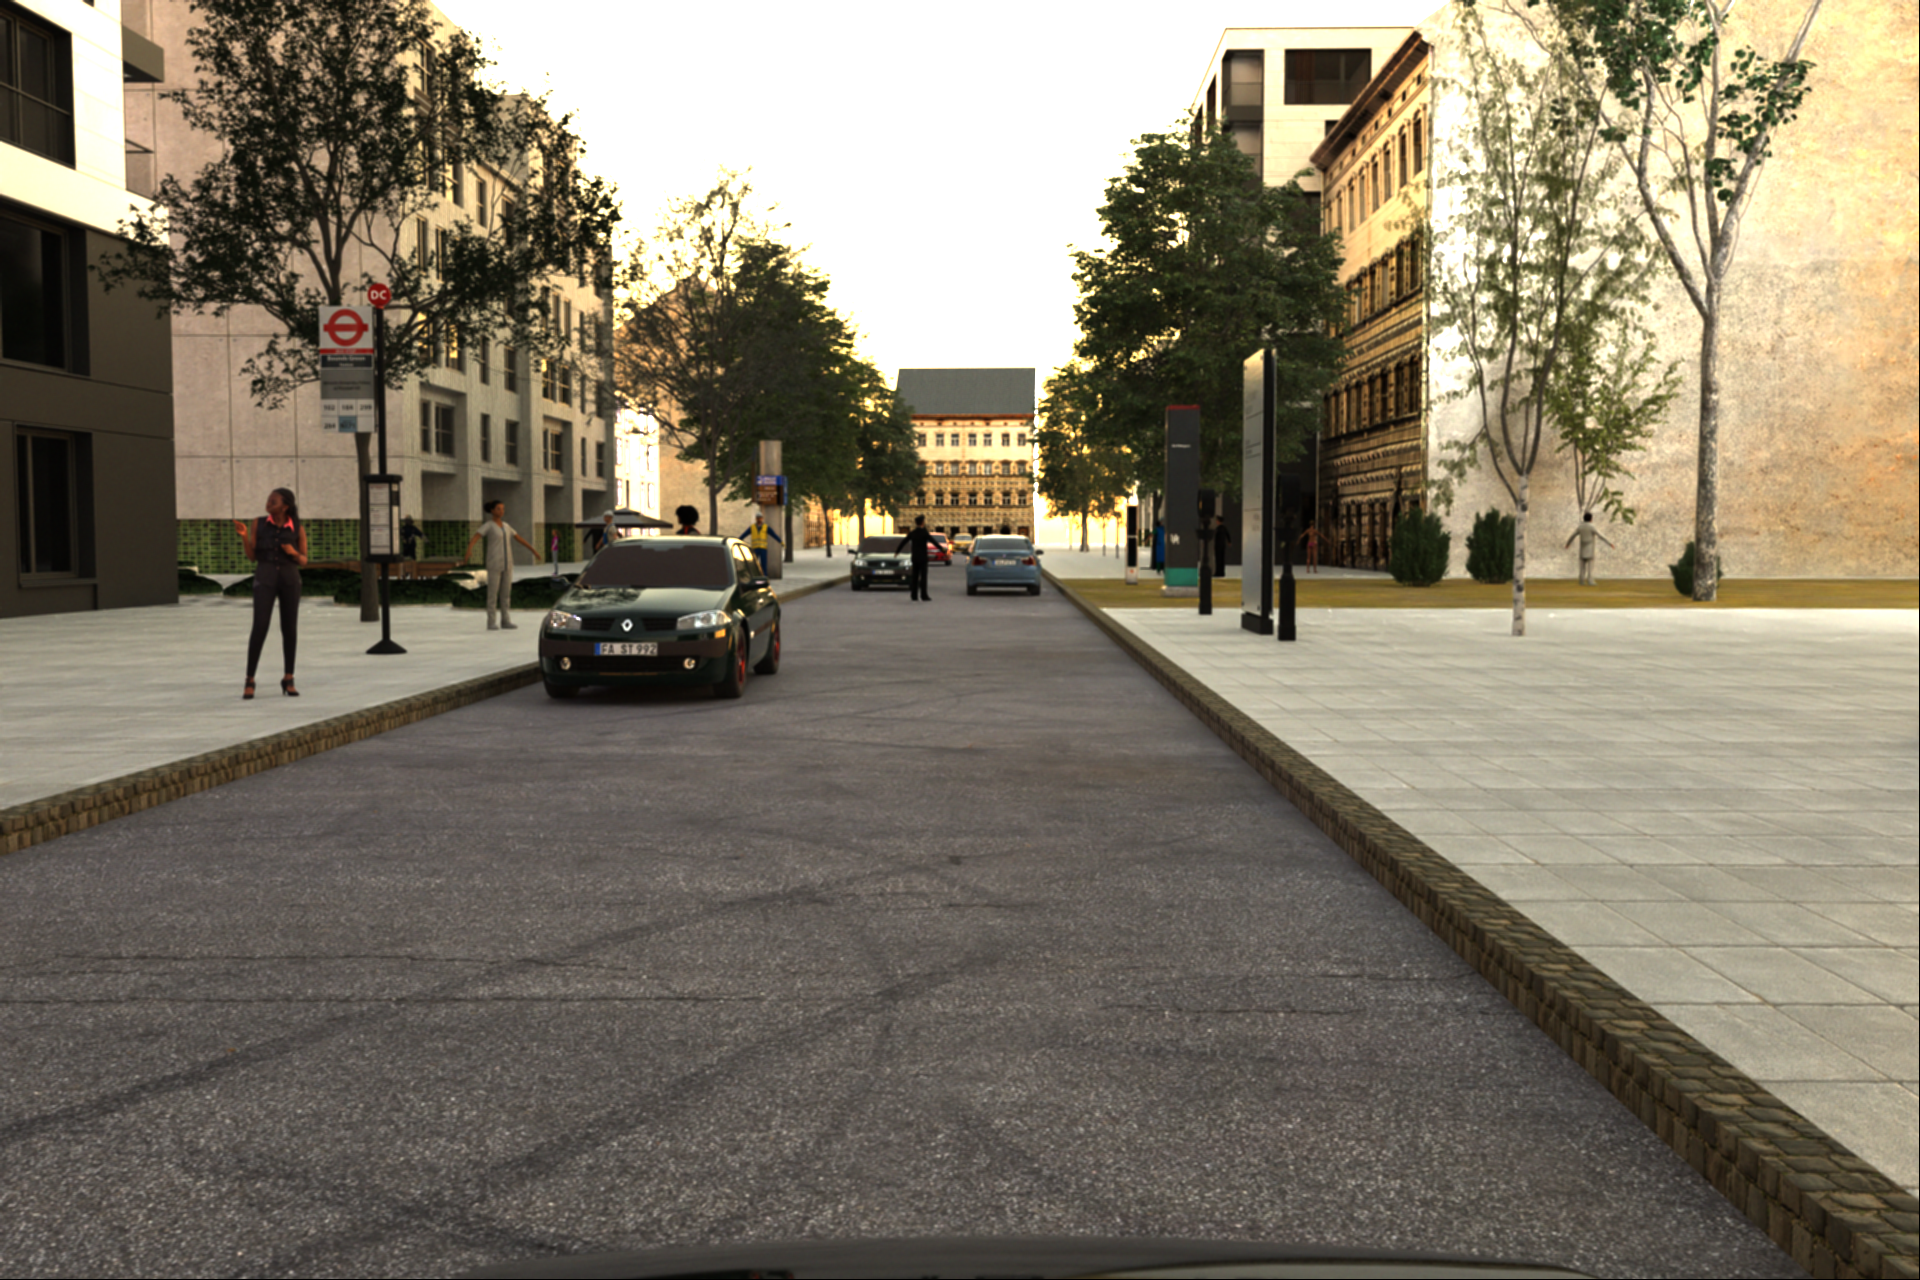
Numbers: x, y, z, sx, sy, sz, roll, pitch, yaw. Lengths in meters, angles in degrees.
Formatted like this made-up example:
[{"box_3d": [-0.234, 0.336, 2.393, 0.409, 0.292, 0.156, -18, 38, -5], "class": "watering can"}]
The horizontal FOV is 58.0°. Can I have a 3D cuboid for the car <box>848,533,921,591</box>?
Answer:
[{"box_3d": [-1.872, -2.162, 45.141, 2.009, 1.686, 4.222, 0, 4, 1], "class": "car"}]

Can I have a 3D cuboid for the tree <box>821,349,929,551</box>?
[{"box_3d": [-6.669, -12.973, 118.769, 9.857, 13.997, 8.962, 0, 3, 0], "class": "tree"}]

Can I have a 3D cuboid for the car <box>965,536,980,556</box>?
[{"box_3d": [1.283, -3.896, 76.056, 2.083, 1.381, 4.827, 0, 3, 0], "class": "car"}]

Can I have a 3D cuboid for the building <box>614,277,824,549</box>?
[{"box_3d": [-22.380, -19.861, 155.661, 19.493, 23.208, 18.063, 0, 4, 0], "class": "building"}]

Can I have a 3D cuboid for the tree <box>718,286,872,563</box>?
[{"box_3d": [-7.613, -9.796, 78.289, 7.486, 12.596, 7.792, 0, 3, 0], "class": "tree"}]

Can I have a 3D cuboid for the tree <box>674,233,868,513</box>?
[{"box_3d": [-7.342, -9.062, 66.286, 7.486, 12.596, 7.792, 0, 3, 0], "class": "tree"}]

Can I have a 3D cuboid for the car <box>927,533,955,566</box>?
[{"box_3d": [-1.305, -4.321, 79.695, 2.155, 1.783, 4.494, 0, 4, 1], "class": "car"}]

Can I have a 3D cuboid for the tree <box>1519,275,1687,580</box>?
[{"box_3d": [17.667, -5.999, 48.443, 4.737, 8.622, 4.395, 0, 3, 0], "class": "tree"}]

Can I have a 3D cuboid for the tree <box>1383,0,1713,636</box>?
[{"box_3d": [6.935, -4.351, 21.497, 4.360, 8.622, 3.978, 0, 3, 0], "class": "tree"}]

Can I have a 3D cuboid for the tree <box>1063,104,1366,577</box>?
[{"box_3d": [7.541, -8.883, 51.887, 9.857, 13.997, 8.962, 0, 3, 0], "class": "tree"}]

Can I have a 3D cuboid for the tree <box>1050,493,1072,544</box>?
[{"box_3d": [14.271, -16.894, 226.576, 4.360, 8.622, 3.978, 0, 3, 0], "class": "tree"}]

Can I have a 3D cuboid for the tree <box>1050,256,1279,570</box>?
[{"box_3d": [7.310, -8.394, 62.989, 9.928, 11.665, 9.643, 0, 3, 0], "class": "tree"}]

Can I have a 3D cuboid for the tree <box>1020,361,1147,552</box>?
[{"box_3d": [9.056, -13.412, 125.940, 9.857, 13.997, 8.962, 0, 3, 0], "class": "tree"}]

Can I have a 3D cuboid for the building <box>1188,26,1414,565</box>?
[{"box_3d": [25.038, -14.813, 86.163, 27.936, 21.610, 32.646, 0, 4, 1], "class": "building"}]

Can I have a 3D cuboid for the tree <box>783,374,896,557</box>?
[{"box_3d": [-7.410, -9.870, 95.782, 8.767, 10.594, 7.601, -2, 4, -35], "class": "tree"}]

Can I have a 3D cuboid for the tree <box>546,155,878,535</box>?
[{"box_3d": [-7.845, -8.878, 55.526, 12.009, 13.543, 11.850, 0, 3, 0], "class": "tree"}]

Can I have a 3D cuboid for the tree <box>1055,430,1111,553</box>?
[{"box_3d": [8.437, -10.143, 116.207, 4.360, 8.622, 3.978, 0, 3, 0], "class": "tree"}]

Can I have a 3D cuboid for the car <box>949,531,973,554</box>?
[{"box_3d": [0.235, -7.184, 127.680, 2.015, 1.641, 3.980, 0, 4, 1], "class": "car"}]

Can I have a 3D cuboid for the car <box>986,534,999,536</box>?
[{"box_3d": [2.556, -7.107, 128.201, 2.014, 1.417, 4.499, 0, 4, 1], "class": "car"}]

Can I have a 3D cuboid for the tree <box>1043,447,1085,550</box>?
[{"box_3d": [8.559, -11.355, 136.016, 4.737, 8.622, 4.395, 0, 3, 0], "class": "tree"}]

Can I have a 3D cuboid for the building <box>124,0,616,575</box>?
[{"box_3d": [-25.682, -12.454, 70.080, 16.747, 18.905, 31.486, 0, 4, 1], "class": "building"}]

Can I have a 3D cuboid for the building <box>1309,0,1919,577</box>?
[{"box_3d": [23.511, -14.042, 60.513, 19.493, 23.208, 18.063, 0, 4, 2], "class": "building"}]

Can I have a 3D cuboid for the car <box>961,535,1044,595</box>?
[{"box_3d": [1.031, -1.818, 41.721, 2.014, 1.417, 4.499, 0, 4, 1], "class": "car"}]

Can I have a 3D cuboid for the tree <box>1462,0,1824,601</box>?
[{"box_3d": [13.146, -10.866, 33.545, 12.611, 20.169, 13.585, 0, 3, 0], "class": "tree"}]

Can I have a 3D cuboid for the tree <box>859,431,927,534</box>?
[{"box_3d": [-5.786, -12.374, 136.730, 7.601, 10.594, 8.767, -3, 5, -42], "class": "tree"}]

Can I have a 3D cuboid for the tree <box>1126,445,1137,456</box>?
[{"box_3d": [23.858, -22.387, 221.910, 12.611, 20.169, 13.585, 0, 3, 0], "class": "tree"}]

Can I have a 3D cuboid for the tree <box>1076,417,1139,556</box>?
[{"box_3d": [8.333, -9.220, 101.115, 4.360, 8.622, 3.978, 0, 3, 0], "class": "tree"}]

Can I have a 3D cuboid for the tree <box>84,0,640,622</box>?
[{"box_3d": [-8.607, -5.569, 25.463, 8.767, 10.594, 7.601, 0, 4, 5], "class": "tree"}]

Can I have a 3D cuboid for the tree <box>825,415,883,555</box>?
[{"box_3d": [-6.931, -9.460, 105.029, 4.360, 8.622, 3.978, 0, 3, 0], "class": "tree"}]

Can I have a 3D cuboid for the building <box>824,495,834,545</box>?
[{"box_3d": [-24.543, -22.354, 196.419, 19.493, 23.208, 18.063, 0, 4, 2], "class": "building"}]

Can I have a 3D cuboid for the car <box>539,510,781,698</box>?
[{"box_3d": [-2.737, -0.403, 16.379, 2.009, 1.686, 4.222, 0, 4, 1], "class": "car"}]

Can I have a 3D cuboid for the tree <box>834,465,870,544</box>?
[{"box_3d": [-15.620, -19.231, 224.797, 12.009, 13.543, 11.850, 0, 3, 0], "class": "tree"}]

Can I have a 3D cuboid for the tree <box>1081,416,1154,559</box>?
[{"box_3d": [7.996, -8.563, 90.374, 4.360, 8.622, 3.978, 0, 3, 0], "class": "tree"}]

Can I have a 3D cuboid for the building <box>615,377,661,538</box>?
[{"box_3d": [-22.631, -9.960, 105.001, 9.099, 9.664, 28.070, 0, 4, 1], "class": "building"}]
